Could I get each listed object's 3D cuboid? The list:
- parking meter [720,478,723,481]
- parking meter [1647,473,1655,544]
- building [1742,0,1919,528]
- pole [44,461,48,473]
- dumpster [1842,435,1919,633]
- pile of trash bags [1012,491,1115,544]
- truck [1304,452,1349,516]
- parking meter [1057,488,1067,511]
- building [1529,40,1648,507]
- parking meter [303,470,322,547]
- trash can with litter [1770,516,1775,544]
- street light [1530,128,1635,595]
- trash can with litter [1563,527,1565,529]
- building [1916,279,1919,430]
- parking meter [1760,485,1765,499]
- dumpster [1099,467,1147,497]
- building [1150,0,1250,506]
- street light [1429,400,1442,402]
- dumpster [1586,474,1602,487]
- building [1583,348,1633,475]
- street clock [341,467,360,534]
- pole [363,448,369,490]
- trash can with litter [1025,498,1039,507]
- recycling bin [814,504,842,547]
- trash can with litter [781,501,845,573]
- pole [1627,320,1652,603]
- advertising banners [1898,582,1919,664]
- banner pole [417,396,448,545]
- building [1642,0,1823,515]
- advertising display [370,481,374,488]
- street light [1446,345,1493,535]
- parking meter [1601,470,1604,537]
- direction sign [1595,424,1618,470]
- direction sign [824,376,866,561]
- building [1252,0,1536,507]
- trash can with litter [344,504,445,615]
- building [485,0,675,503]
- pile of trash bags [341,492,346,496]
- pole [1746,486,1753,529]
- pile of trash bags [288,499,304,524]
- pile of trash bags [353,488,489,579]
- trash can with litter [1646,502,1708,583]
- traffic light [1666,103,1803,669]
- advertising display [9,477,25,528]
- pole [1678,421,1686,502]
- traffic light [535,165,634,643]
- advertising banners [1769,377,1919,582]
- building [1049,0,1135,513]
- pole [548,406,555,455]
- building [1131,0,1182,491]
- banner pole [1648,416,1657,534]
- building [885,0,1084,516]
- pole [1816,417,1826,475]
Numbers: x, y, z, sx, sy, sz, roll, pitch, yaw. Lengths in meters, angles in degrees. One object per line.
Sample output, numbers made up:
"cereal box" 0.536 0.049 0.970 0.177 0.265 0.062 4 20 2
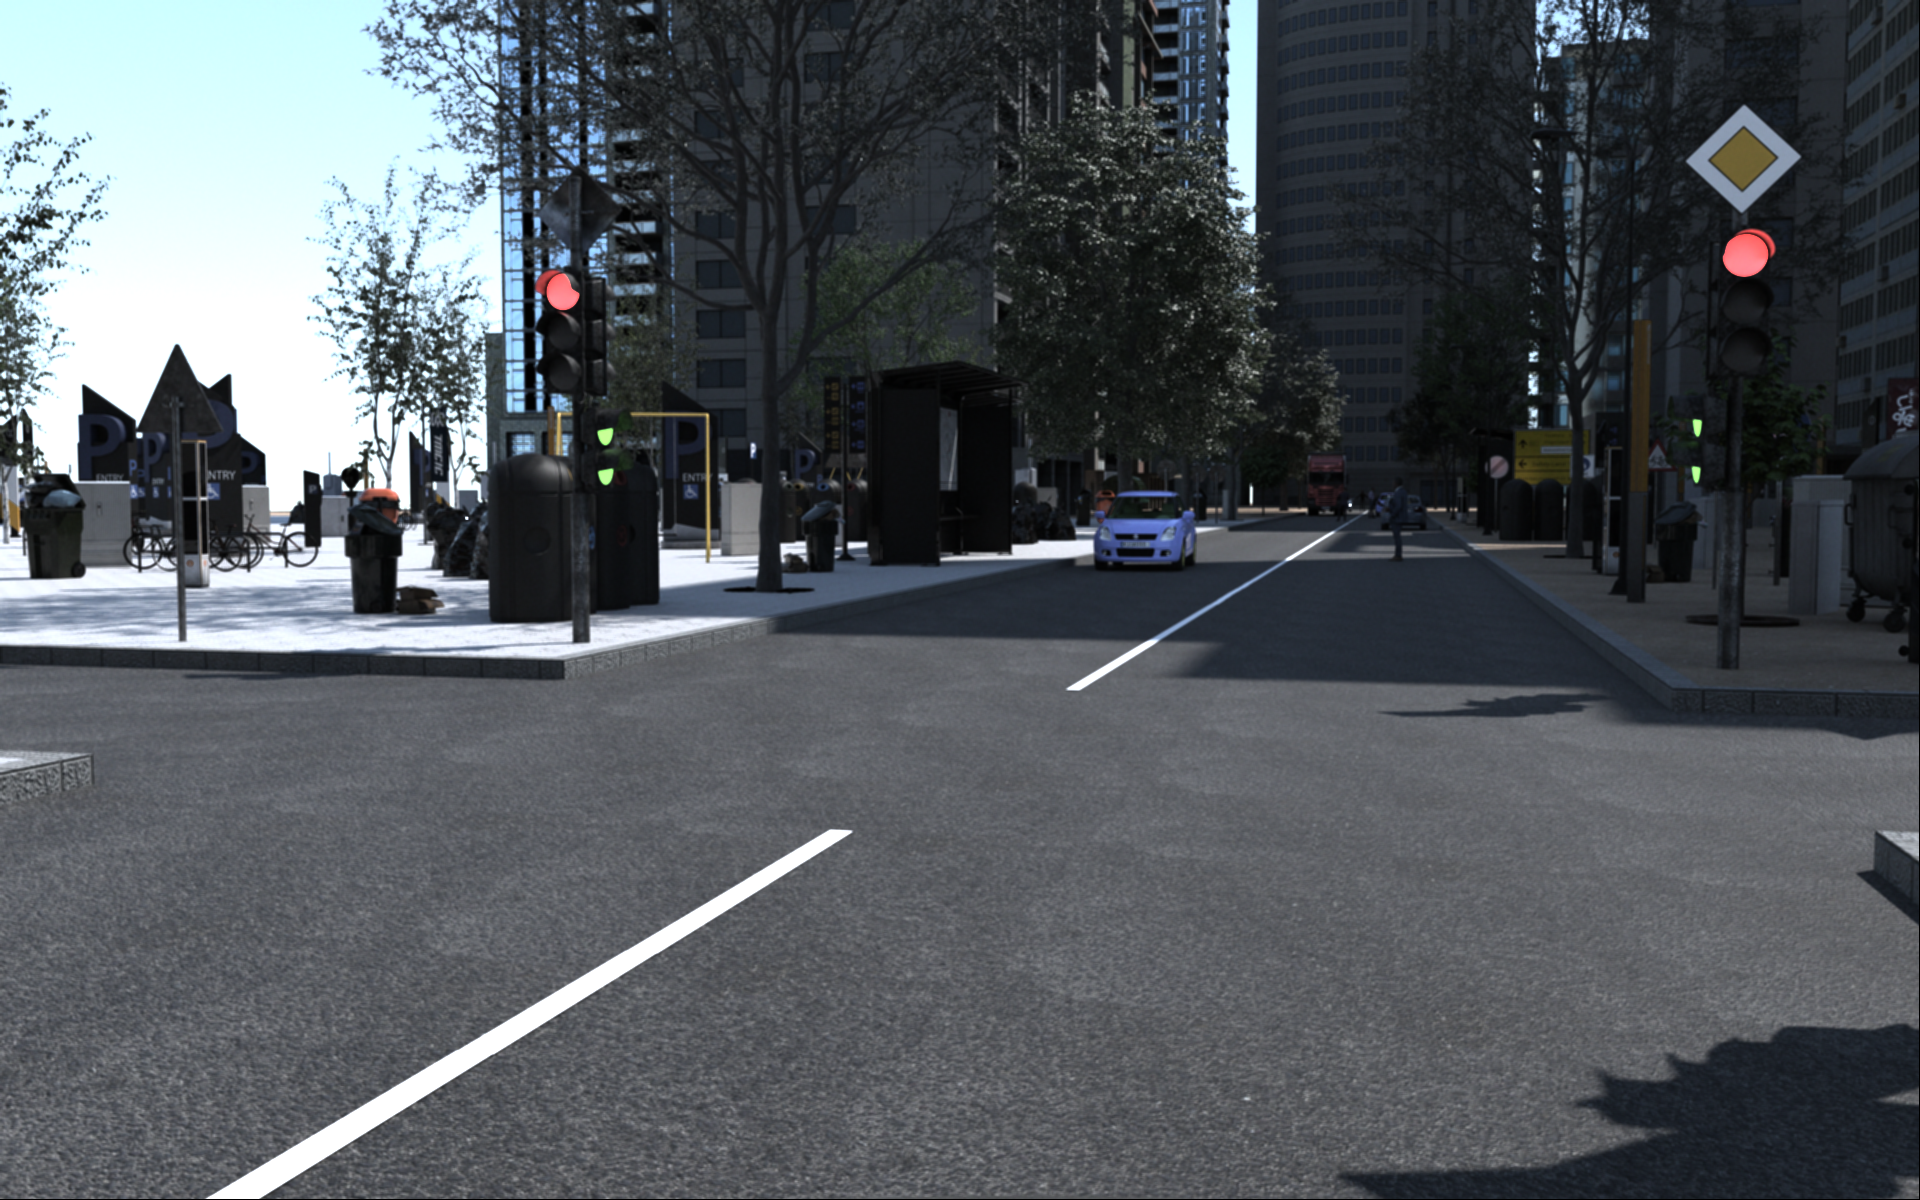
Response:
"parking meter" -8.928 -3.548 63.729 0.399 1.863 0.255 1 4 16
"parking meter" 17.558 -2.363 44.352 0.399 1.863 0.255 0 4 -4
"building" 46.946 -22.666 62.474 32.217 40.220 23.993 1 4 14
"pole" -55.821 -6.851 105.864 0.158 3.312 0.155 0 3 0
"dumpster" 9.296 -0.657 16.495 1.264 1.857 1.865 1 4 14
"pile of trash bags" 2.698 -2.363 48.385 3.447 1.369 1.912 -1 4 -13
"truck" 24.794 -7.841 117.115 2.839 4.237 11.283 1 4 12
"parking meter" 3.979 -3.623 67.647 0.372 1.533 0.369 0 3 0
"building" 75.171 -34.379 181.710 30.456 49.044 23.786 1 4 14
"parking meter" -15.656 -2.214 41.911 0.399 1.863 0.255 -2 4 -28
"trash can with litter" 13.249 -0.958 27.054 1.055 1.170 0.624 1 4 17
"street light" 7.933 -3.028 22.057 1.470 5.913 1.316 1 4 14
"trash can with litter" 21.598 -2.999 60.422 1.055 1.170 0.624 -2 4 -29
"building" 31.451 -23.744 38.318 14.600 45.320 14.200 1 4 14
"parking meter" 37.993 -4.682 82.261 0.399 1.863 0.255 -1 4 -22
"dumpster" 5.793 -3.610 61.512 1.502 2.255 1.985 1 4 14
"building" 17.002 -53.920 194.261 31.000 86.520 22.319 1 4 14
"street light" 23.848 -6.912 85.549 1.470 5.913 1.316 1 4 14
"dumpster" 18.427 -2.680 49.571 1.264 1.857 1.865 1 4 14
"building" 59.467 -49.749 126.072 22.319 86.520 31.000 1 4 14
"street clock" -16.241 -2.548 46.233 0.471 2.002 0.358 0 4 -7
"pole" -26.461 -5.097 77.185 0.158 3.312 0.155 0 3 0
"trash can with litter" 2.420 -2.461 51.628 1.055 1.170 0.624 2 4 28
"recycling bin" -3.168 -1.805 42.072 0.722 1.027 0.722 0 4 -5
"trash can with litter" -2.448 -1.038 28.357 1.055 1.170 0.624 -3 5 -42
"pole" 8.003 -1.624 20.400 0.158 3.312 0.155 0 3 0
"advertising banners" 7.293 -0.978 12.170 0.090 3.025 2.074 0 4 -3
"banner pole" -13.331 -3.290 43.805 0.863 3.779 0.401 -3 5 -40
"building" 50.572 -34.048 98.688 21.231 58.520 28.212 1 4 14
"advertising display" -28.524 -4.824 84.088 0.123 1.923 0.974 -1 4 -22
"street light" 15.917 -4.978 53.934 1.470 5.913 1.316 1 4 14
"parking meter" 15.952 -2.252 42.524 0.255 1.863 0.399 -1 4 -15
"direction sign" 20.878 -3.914 55.985 0.379 3.537 0.876 -2 4 -29
"direction sign" -2.211 -2.533 33.412 0.876 3.537 0.379 1 4 21
"building" 46.461 -39.482 187.524 28.212 58.520 21.231 1 4 14
"trash can with litter" -6.089 -0.447 18.702 1.055 1.170 0.624 1 4 14
"building" -26.017 -51.288 151.226 31.000 86.520 22.319 1 4 14
"pile of trash bags" -8.823 -1.248 30.159 3.447 1.369 1.912 1 4 8
"pole" 29.093 -4.276 63.751 0.158 3.312 0.155 0 3 0
"pile of trash bags" -27.864 -4.068 76.260 1.912 1.369 3.447 1 4 16
"pile of trash bags" -7.435 -1.028 26.563 3.447 1.369 1.912 -2 4 -25
"trash can with litter" 10.257 -0.839 25.108 1.055 1.170 0.624 -2 4 -30
"traffic light" 5.633 -1.450 12.633 0.839 4.253 0.868 1 4 14
"advertising display" -35.939 -3.729 66.180 0.974 1.923 0.123 0 4 -2
"pole" 20.297 -3.357 48.731 0.158 3.312 0.155 0 3 0
"traffic light" -3.256 -1.586 14.846 0.839 4.253 0.868 1 4 14
"advertising banners" 13.462 -1.842 26.298 2.074 3.025 0.090 1 4 20
"building" 4.012 -26.683 119.864 14.154 41.232 14.086 1 4 14
"pole" -9.514 -2.846 40.378 0.158 3.312 0.155 0 3 0
"building" 3.313 -30.078 146.406 28.867 44.769 22.147 1 4 14
"banner pole" 21.979 -3.980 55.097 0.401 3.779 0.863 3 5 44
"building" -3.442 -40.576 101.671 20.563 71.187 20.611 1 4 14
"pole" 22.711 -3.173 45.722 0.158 3.312 0.155 0 3 0
